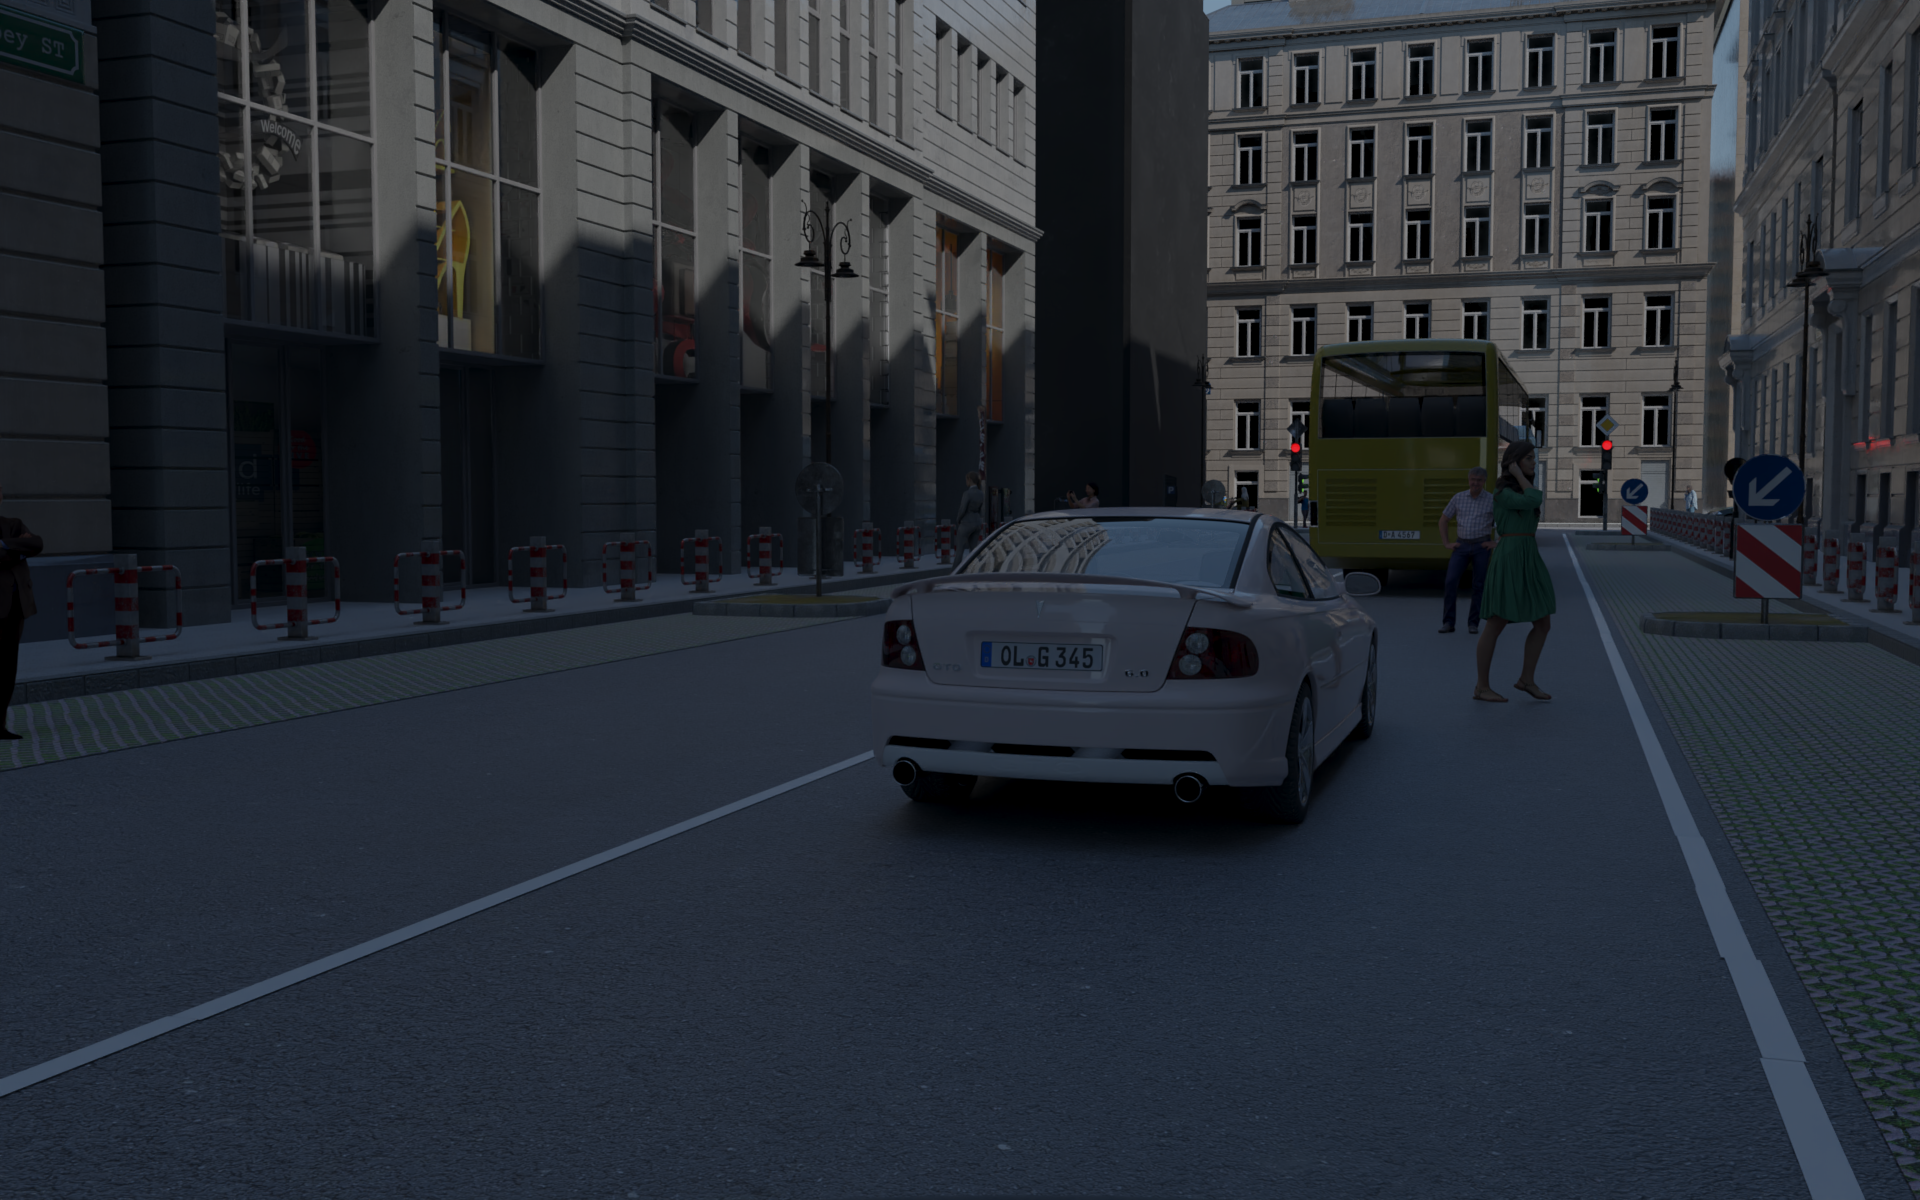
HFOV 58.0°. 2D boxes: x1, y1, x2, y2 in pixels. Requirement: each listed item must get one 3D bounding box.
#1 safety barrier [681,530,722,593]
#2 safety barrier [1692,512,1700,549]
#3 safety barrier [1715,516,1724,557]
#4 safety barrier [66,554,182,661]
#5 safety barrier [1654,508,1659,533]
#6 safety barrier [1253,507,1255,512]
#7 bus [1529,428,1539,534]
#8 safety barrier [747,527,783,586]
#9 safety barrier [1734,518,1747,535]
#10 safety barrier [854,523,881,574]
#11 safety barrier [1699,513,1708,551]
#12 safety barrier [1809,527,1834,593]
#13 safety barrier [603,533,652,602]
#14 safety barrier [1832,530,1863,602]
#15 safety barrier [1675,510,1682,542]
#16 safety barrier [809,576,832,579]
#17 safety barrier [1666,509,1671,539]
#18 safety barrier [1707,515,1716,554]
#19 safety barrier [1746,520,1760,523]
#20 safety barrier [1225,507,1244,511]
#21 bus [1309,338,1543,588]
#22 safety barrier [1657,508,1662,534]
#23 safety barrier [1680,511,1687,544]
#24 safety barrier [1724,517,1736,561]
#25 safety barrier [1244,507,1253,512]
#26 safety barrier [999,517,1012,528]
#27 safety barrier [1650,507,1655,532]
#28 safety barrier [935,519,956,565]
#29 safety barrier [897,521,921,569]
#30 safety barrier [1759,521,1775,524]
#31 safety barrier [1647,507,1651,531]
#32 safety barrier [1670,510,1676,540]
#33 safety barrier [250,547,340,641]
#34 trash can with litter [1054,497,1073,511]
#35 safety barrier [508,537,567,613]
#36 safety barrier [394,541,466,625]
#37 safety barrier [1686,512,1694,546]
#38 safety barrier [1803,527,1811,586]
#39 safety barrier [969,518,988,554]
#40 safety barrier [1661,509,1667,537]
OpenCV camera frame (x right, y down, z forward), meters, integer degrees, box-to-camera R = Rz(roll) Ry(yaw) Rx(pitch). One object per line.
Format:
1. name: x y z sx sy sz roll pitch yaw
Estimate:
1. safety barrier: -3.350 -0.502 22.484 0.300 0.817 1.120 1 4 19
2. safety barrier: 17.456 -1.612 40.639 0.300 0.817 1.120 1 4 19
3. safety barrier: 15.602 -1.278 35.169 0.300 0.817 1.120 1 4 19
4. safety barrier: -6.436 0.055 13.376 0.300 0.817 1.120 1 4 19
5. safety barrier: 22.407 -2.505 55.228 0.300 0.817 1.120 1 4 19
6. safety barrier: 10.856 -3.063 64.358 0.300 0.817 1.120 1 4 19
7. bus: 16.279 -3.564 53.131 2.948 3.499 13.247 1 4 17
8. safety barrier: -2.731 -0.614 24.308 0.300 0.817 1.120 1 4 19
9. safety barrier: 14.368 -1.055 31.533 0.300 0.817 1.120 1 4 19
10. safety barrier: -1.489 -0.837 27.954 0.300 0.817 1.120 1 4 19
11. safety barrier: 16.839 -1.501 38.816 0.300 0.817 1.120 1 4 19
12. safety barrier: 11.279 -0.498 22.417 0.300 0.817 1.120 1 4 19
13. safety barrier: -3.965 -0.391 20.668 0.300 0.817 1.120 1 4 19
14. safety barrier: 10.657 -0.386 20.588 0.300 0.817 1.120 1 4 19
15. safety barrier: 19.308 -1.946 46.094 0.300 0.817 1.120 1 4 19
16. safety barrier: -2.109 -0.725 26.125 0.300 0.817 1.120 1 4 19
17. safety barrier: 20.548 -2.169 49.741 0.300 0.817 1.120 1 4 19
18. safety barrier: 16.219 -1.389 36.984 0.300 0.817 1.120 1 4 19
19. safety barrier: 13.752 -0.944 29.715 0.300 0.817 1.120 1 4 19
20. safety barrier: 9.626 -2.840 60.712 0.300 0.817 1.120 1 4 19
21. bus: 8.146 -2.314 29.376 2.896 3.916 12.252 1 4 20
22. safety barrier: 21.790 -2.393 53.407 0.300 0.817 1.120 1 4 19
23. safety barrier: 18.694 -1.835 44.274 0.300 0.817 1.120 1 4 19
24. safety barrier: 14.986 -1.167 33.354 0.300 0.817 1.120 1 4 19
25. safety barrier: 10.242 -2.952 62.542 0.300 0.817 1.120 1 4 19
26. safety barrier: 0.983 -1.282 35.241 0.300 0.817 1.120 1 4 19
27. safety barrier: 23.027 -2.616 57.054 0.300 0.817 1.120 1 4 19
28. safety barrier: -0.258 -1.059 31.593 0.300 0.817 1.120 1 4 19
29. safety barrier: -0.876 -0.948 29.770 0.300 0.817 1.120 1 4 19
30. safety barrier: 13.135 -0.832 27.884 0.300 0.817 1.120 1 4 19
31. safety barrier: 23.643 -2.728 58.873 0.300 0.817 1.120 1 4 19
32. safety barrier: 19.933 -2.058 47.922 0.300 0.817 1.120 1 4 19
33. safety barrier: -5.821 -0.057 15.203 0.300 0.817 1.120 1 4 19
34. trash can with litter: 2.438 -2.227 47.471 2.233 1.210 1.678 -1 4 -13
35. safety barrier: -4.585 -0.279 18.837 0.300 0.817 1.120 1 4 19
36. safety barrier: -5.201 -0.168 17.021 0.300 0.817 1.120 1 4 19
37. safety barrier: 18.075 -1.723 42.453 0.300 0.817 1.120 1 4 19
38. safety barrier: 11.899 -0.609 24.238 0.300 0.817 1.120 1 4 19
39. safety barrier: 0.360 -1.170 33.411 0.300 0.817 1.120 1 4 19
40. safety barrier: 21.174 -2.282 51.586 0.300 0.817 1.120 1 4 19
